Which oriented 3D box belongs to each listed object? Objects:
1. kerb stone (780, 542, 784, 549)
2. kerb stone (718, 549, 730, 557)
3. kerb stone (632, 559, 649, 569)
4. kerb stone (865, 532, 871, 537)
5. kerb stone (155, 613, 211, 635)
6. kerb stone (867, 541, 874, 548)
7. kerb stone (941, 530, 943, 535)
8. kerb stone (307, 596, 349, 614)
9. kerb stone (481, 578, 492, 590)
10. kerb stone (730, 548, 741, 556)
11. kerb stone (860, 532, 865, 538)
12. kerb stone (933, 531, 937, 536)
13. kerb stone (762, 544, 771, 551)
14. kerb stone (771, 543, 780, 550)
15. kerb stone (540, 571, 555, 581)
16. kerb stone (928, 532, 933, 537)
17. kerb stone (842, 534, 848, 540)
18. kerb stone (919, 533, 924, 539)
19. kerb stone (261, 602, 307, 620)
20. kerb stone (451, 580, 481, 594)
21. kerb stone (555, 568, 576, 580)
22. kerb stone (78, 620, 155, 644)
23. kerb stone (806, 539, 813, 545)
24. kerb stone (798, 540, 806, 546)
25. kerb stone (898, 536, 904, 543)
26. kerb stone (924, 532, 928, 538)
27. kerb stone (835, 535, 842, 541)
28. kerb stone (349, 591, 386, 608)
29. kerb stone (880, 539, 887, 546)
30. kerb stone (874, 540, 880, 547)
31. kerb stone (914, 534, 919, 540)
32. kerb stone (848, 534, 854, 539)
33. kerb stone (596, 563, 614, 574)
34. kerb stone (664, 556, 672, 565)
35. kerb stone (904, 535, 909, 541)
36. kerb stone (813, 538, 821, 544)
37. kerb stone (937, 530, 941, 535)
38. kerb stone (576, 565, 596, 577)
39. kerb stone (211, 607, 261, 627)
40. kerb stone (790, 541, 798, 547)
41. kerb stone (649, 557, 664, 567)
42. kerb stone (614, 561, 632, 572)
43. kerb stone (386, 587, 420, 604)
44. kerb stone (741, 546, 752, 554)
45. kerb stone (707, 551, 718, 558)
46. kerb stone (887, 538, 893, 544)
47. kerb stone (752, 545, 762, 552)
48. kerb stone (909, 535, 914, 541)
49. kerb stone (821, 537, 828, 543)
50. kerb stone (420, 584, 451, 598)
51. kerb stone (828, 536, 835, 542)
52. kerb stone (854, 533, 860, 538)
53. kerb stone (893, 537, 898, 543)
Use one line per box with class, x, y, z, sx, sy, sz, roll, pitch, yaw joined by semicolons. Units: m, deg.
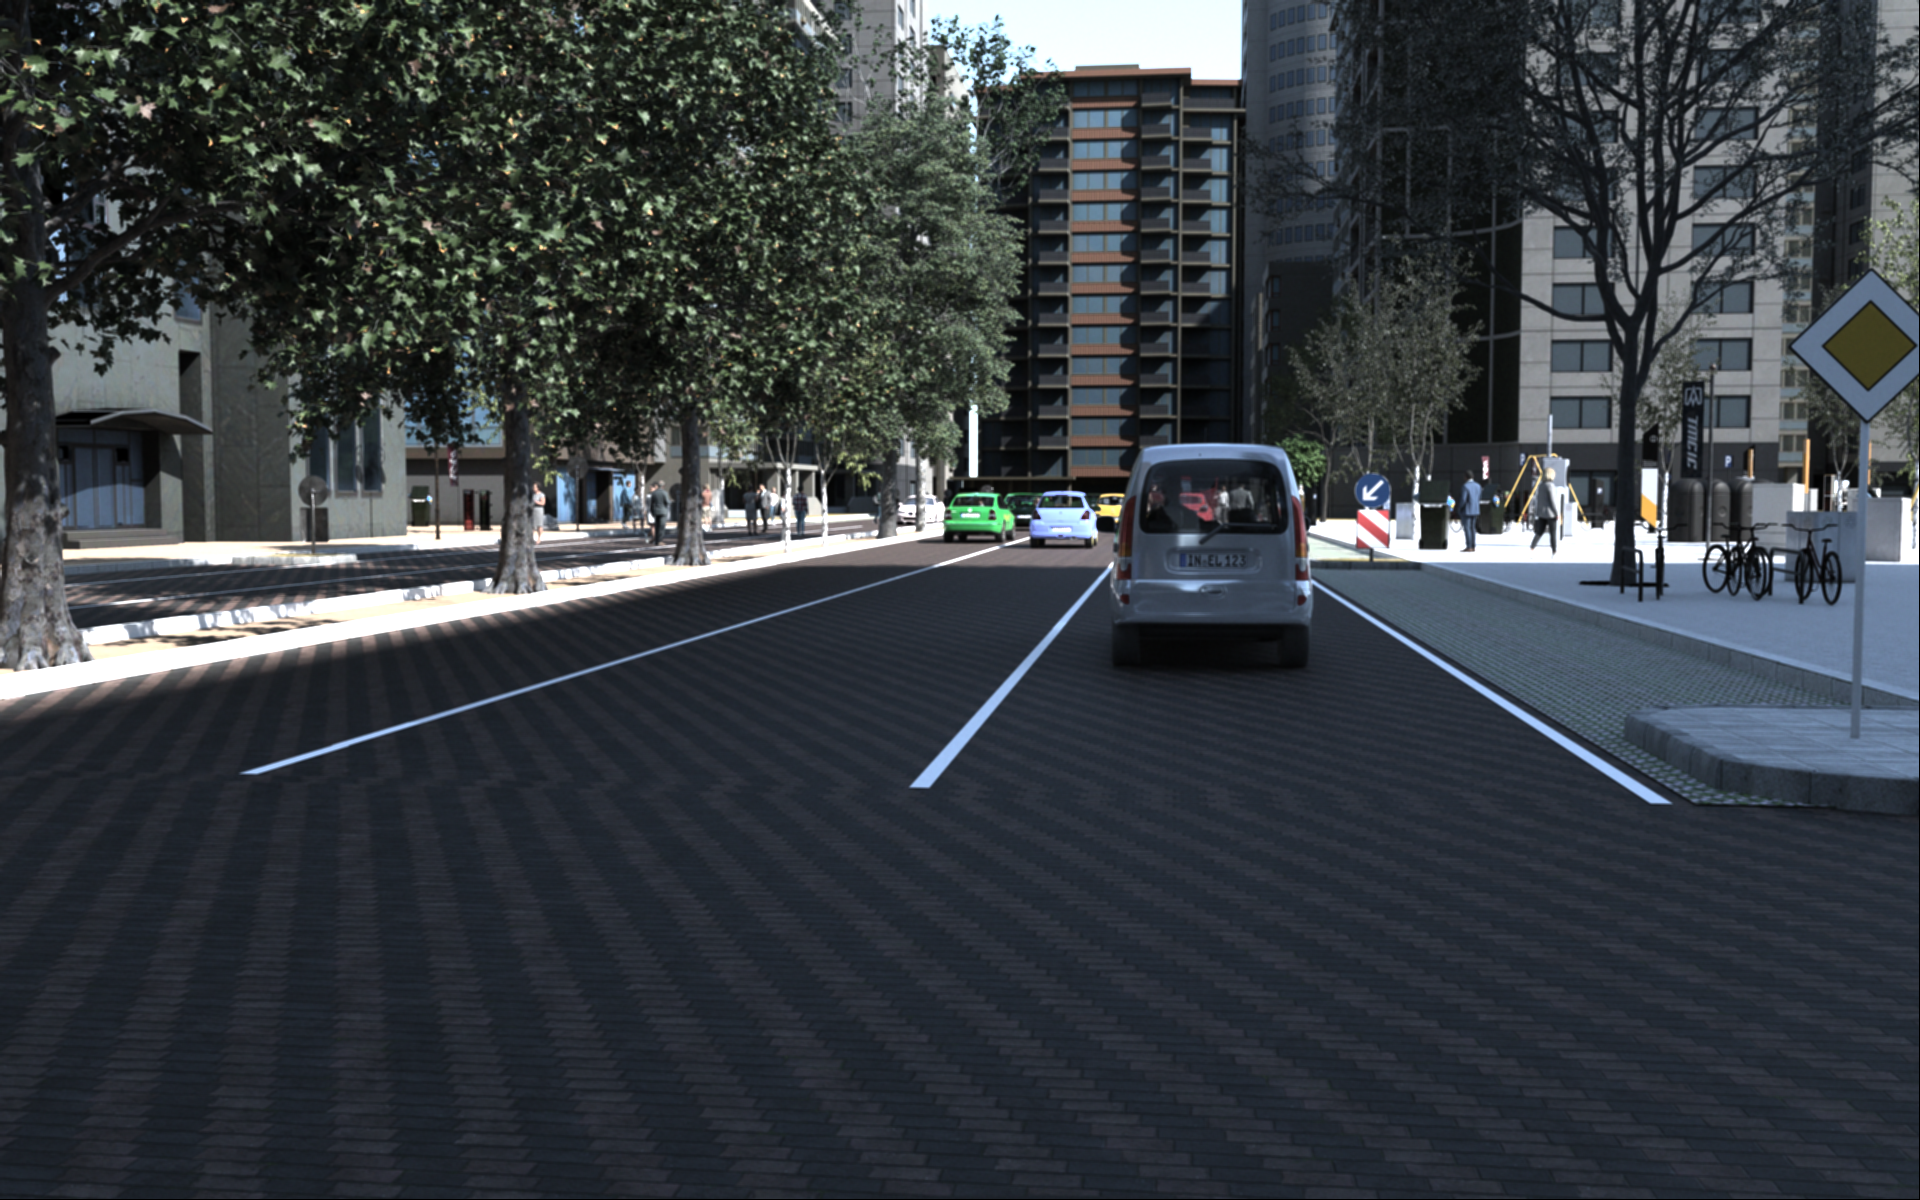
kerb stone;-4.716;-1.421;45.436;0.120;0.150;1.000;0;4;7
kerb stone;-5.467;-1.044;39.323;0.120;0.150;1.000;0;4;7
kerb stone;-6.230;-0.674;33.222;0.120;0.150;1.000;0;4;7
kerb stone;-3.198;-2.167;57.652;0.120;0.150;1.000;0;4;7
kerb stone;-8.121;0.260;17.938;0.120;0.150;1.000;0;4;7
kerb stone;-2.500;-1.464;46.200;0.120;0.150;1.000;0;4;7
kerb stone;-0.741;-2.337;60.439;0.120;0.150;1.000;0;4;7
kerb stone;-7.737;0.081;20.992;0.120;0.150;1.000;0;4;7
kerb stone;-7.113;-0.238;26.079;0.120;0.150;1.000;0;4;7
kerb stone;-5.340;-1.108;40.339;0.120;0.150;1.000;0;4;7
kerb stone;-3.328;-2.106;56.633;0.120;0.150;1.000;0;4;7
kerb stone;-0.993;-2.215;58.404;0.120;0.150;1.000;0;4;7
kerb stone;-4.970;-1.297;43.400;0.120;0.150;1.000;0;4;7
kerb stone;-4.843;-1.355;44.417;0.120;0.150;1.000;0;4;7
kerb stone;-6.850;-0.363;28.130;0.120;0.150;1.000;0;4;7
kerb stone;-1.120;-2.152;57.384;0.120;0.150;1.000;0;4;7
kerb stone;-3.696;-1.919;53.576;0.120;0.150;1.000;0;4;7
kerb stone;-1.362;-2.028;55.354;0.120;0.150;1.000;0;4;7
kerb stone;-7.870;0.136;19.973;0.120;0.150;1.000;0;4;7
kerb stone;-7.232;-0.172;25.064;0.120;0.150;1.000;0;4;7
kerb stone;-6.731;-0.425;29.146;0.120;0.150;1.000;0;4;7
kerb stone;-8.241;0.325;16.923;0.120;0.150;1.000;0;4;7
kerb stone;-4.339;-1.605;48.480;0.120;0.150;1.000;0;4;7
kerb stone;-4.462;-1.545;47.465;0.120;0.150;1.000;0;4;7
kerb stone;-1.874;-1.778;51.280;0.120;0.150;1.000;0;4;7
kerb stone;-1.242;-2.090;56.369;0.120;0.150;1.000;0;4;7
kerb stone;-3.827;-1.857;52.562;0.120;0.150;1.000;0;4;7
kerb stone;-7.614;0.017;22.011;0.120;0.150;1.000;0;4;7
kerb stone;-2.245;-1.592;48.228;0.120;0.150;1.000;0;4;7
kerb stone;-2.380;-1.525;47.215;0.120;0.150;1.000;0;4;7
kerb stone;-1.488;-1.966;54.332;0.120;0.150;1.000;0;4;7
kerb stone;-3.582;-1.981;54.592;0.120;0.150;1.000;0;4;7
kerb stone;-6.487;-0.550;31.185;0.120;0.150;1.000;0;4;7
kerb stone;-5.964;-0.799;35.256;0.120;0.150;1.000;0;4;7
kerb stone;-1.749;-1.839;52.298;0.120;0.150;1.000;0;4;7
kerb stone;-4.208;-1.670;49.505;0.120;0.150;1.000;0;4;7
kerb stone;-0.863;-2.277;59.418;0.120;0.150;1.000;0;4;7
kerb stone;-6.607;-0.487;30.160;0.120;0.150;1.000;0;4;7
kerb stone;-7.996;0.198;18.958;0.120;0.150;1.000;0;4;7
kerb stone;-4.587;-1.483;46.450;0.120;0.150;1.000;0;4;7
kerb stone;-6.103;-0.731;34.244;0.120;0.150;1.000;0;4;7
kerb stone;-6.361;-0.612;32.202;0.120;0.150;1.000;0;4;7
kerb stone;-7.484;-0.051;23.030;0.120;0.150;1.000;0;4;7
kerb stone;-5.216;-1.172;41.361;0.120;0.150;1.000;0;4;7
kerb stone;-5.599;-0.985;38.309;0.120;0.150;1.000;0;4;7
kerb stone;-2.127;-1.654;49.244;0.120;0.150;1.000;0;4;7
kerb stone;-5.094;-1.233;42.376;0.120;0.150;1.000;0;4;7
kerb stone;-1.618;-1.903;53.312;0.120;0.150;1.000;0;4;7
kerb stone;-4.080;-1.733;50.525;0.120;0.150;1.000;0;4;7
kerb stone;-7.367;-0.111;24.048;0.120;0.150;1.000;0;4;7
kerb stone;-3.957;-1.787;51.541;0.120;0.150;1.000;0;4;7
kerb stone;-3.457;-2.044;55.612;0.120;0.150;1.000;0;4;7
kerb stone;-2.002;-1.717;50.266;0.120;0.150;1.000;0;4;7
